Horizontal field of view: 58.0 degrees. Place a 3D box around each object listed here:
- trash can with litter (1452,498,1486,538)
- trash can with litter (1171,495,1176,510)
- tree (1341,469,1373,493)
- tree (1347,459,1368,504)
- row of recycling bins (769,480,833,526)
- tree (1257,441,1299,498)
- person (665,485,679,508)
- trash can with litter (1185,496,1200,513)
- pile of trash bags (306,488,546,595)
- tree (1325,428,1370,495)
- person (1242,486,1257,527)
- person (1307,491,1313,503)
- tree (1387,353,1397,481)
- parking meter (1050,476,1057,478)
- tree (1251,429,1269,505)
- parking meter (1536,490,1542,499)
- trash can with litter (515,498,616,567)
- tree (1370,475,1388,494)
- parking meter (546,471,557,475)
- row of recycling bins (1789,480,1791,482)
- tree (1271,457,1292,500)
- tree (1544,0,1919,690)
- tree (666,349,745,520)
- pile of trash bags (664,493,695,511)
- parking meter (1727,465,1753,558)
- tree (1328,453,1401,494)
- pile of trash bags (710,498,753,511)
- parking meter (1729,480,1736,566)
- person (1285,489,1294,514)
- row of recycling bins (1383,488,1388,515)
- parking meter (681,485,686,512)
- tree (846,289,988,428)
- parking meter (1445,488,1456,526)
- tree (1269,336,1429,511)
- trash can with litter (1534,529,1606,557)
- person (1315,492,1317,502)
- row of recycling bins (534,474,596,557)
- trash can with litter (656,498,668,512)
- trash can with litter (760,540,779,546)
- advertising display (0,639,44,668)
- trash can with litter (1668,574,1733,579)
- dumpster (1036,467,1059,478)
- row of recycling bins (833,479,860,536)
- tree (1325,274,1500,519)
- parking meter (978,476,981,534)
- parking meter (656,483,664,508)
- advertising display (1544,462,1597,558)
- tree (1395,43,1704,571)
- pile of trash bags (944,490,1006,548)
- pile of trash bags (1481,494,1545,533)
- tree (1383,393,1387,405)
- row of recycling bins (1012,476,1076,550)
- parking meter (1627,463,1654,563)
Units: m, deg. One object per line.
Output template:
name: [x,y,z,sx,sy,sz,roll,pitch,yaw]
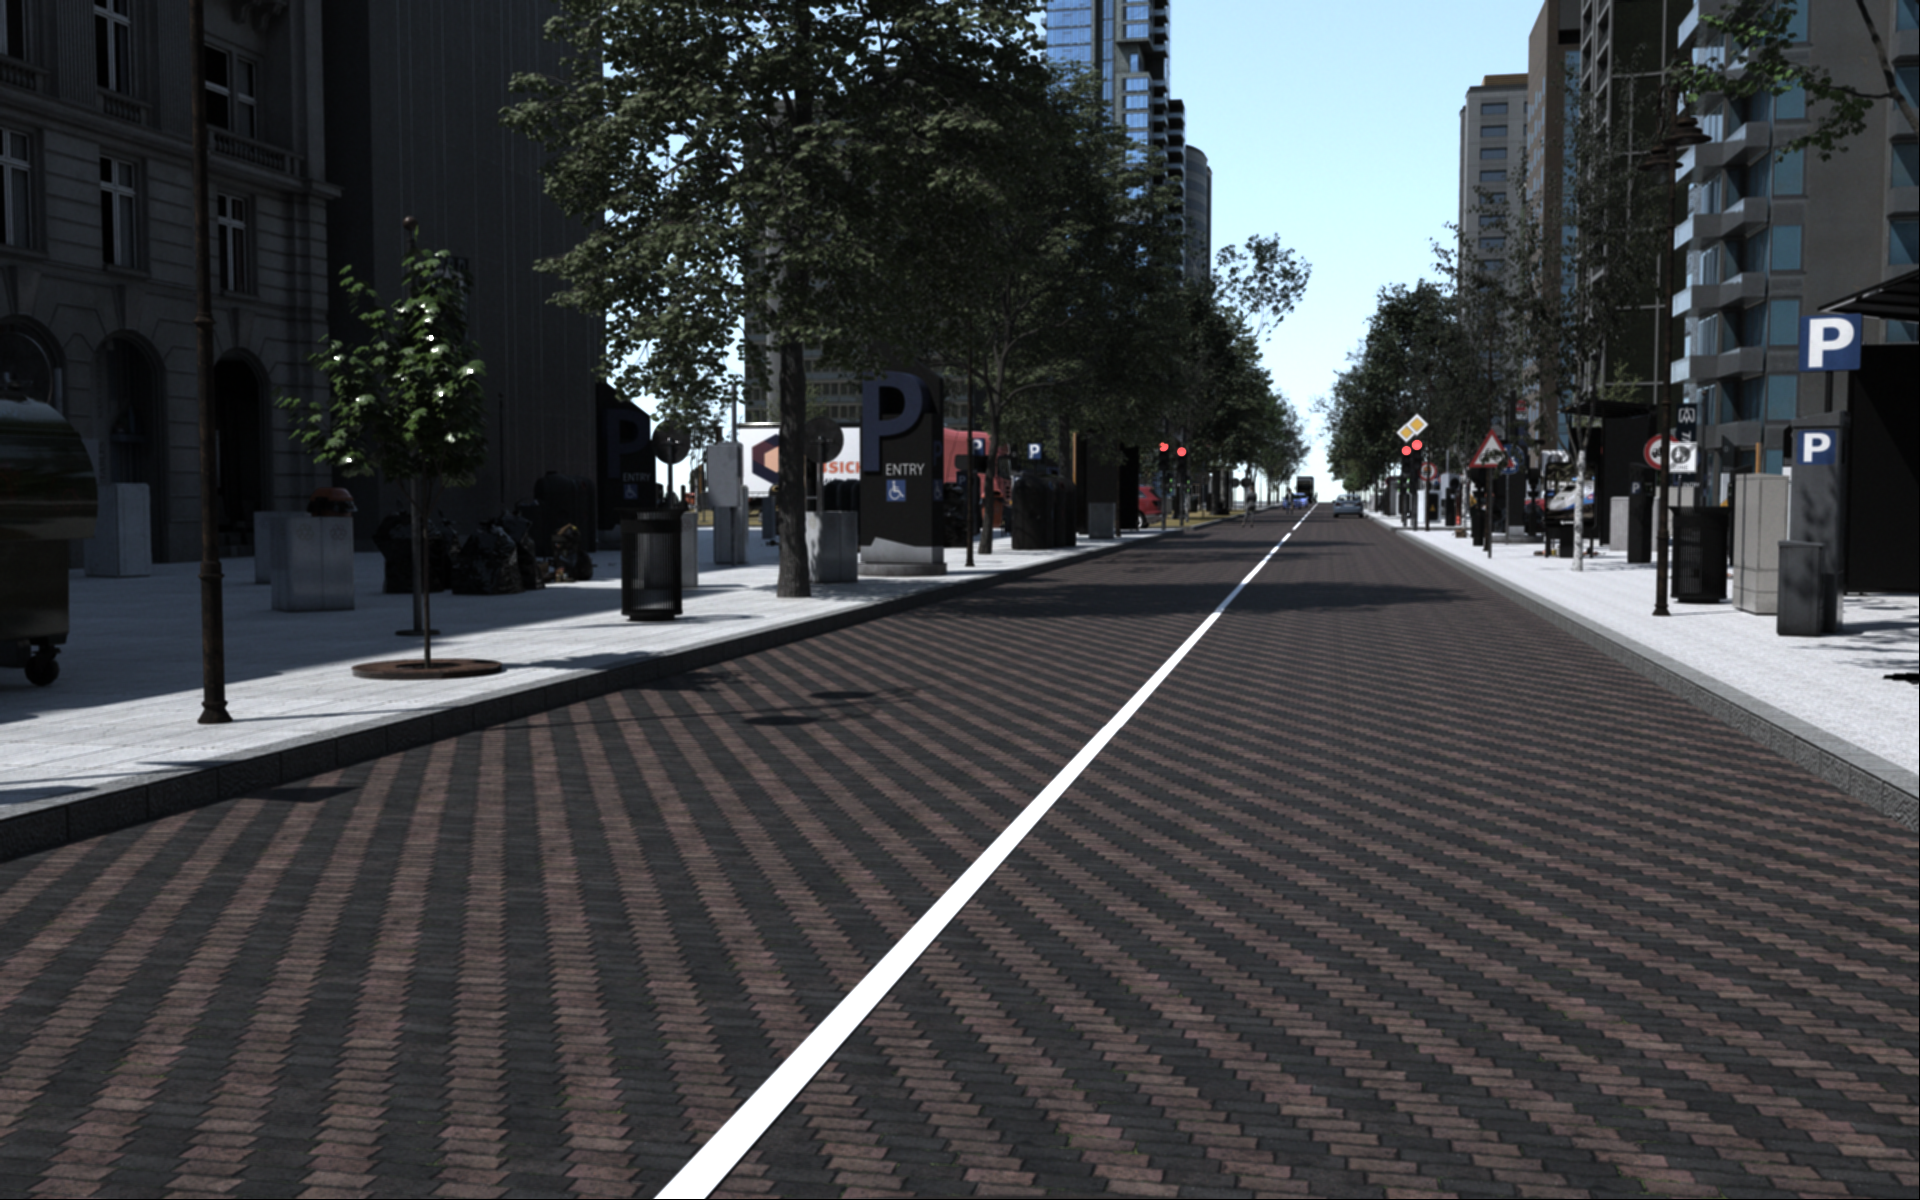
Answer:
trash can with litter: [14.988,-2.411,50.805,1.055,1.170,0.624,2,4,27]
trash can with litter: [16.696,-7.619,135.957,0.624,1.170,1.055,-1,4,-11]
tree: [45.986,-13.136,198.480,4.285,4.588,4.351,0,3,0]
tree: [41.860,-14.031,179.770,4.737,8.622,4.395,0,3,0]
row of recycling bins: [-5.424,-3.305,61.145,3.534,1.692,1.069,3,5,42]
tree: [43.059,-17.616,238.381,4.737,8.622,4.395,0,3,0]
person: [-12.063,-3.875,71.834,0.794,1.824,0.713,-2,4,-27]
trash can with litter: [16.126,-6.650,120.107,1.055,1.170,0.624,-3,5,-42]
pile of trash bags: [-7.241,-0.821,23.180,3.447,1.369,1.912,1,4,18]
tree: [51.456,-18.828,225.956,7.486,12.596,7.792,0,3,0]
person: [12.537,-4.051,75.014,0.520,1.790,0.573,-2,4,-28]
person: [53.280,-15.649,263.999,1.348,1.869,0.705,-1,4,-13]
tree: [15.442,-6.216,51.988,4.360,8.622,3.978,0,3,0]
parking meter: [3.106,-3.148,57.188,0.255,1.863,0.399,1,4,14]
tree: [35.021,-17.423,195.230,12.009,13.543,11.850,0,3,0]
parking meter: [39.706,-6.748,118.735,0.372,1.533,0.369,0,3,0]
trash can with litter: [-7.266,-1.204,30.735,2.233,1.210,1.678,0,4,2]
tree: [35.167,-9.129,143.862,1.663,3.219,1.824,0,3,0]
parking meter: [-10.477,-2.369,44.447,0.255,1.863,0.399,-1,4,-17]
row of recycling bins: [20.680,-2.183,42.809,1.069,1.692,3.534,-2,4,-33]
tree: [50.781,-19.896,275.654,4.360,8.622,3.978,0,3,0]
tree: [6.779,-5.222,11.140,9.928,11.665,9.643,0,3,0]
tree: [-12.979,-8.329,86.540,4.360,8.622,3.978,0,3,0]
pile of trash bags: [-23.309,-7.963,139.947,3.447,1.369,1.912,1,4,10]
parking meter: [15.494,-1.757,34.436,0.399,1.863,0.255,0,4,4]
tree: [40.163,-14.164,165.994,8.767,10.594,7.601,3,5,41]
pile of trash bags: [-17.872,-7.674,135.219,3.447,1.369,1.912,0,4,5]
parking meter: [13.934,-1.373,30.865,0.372,1.533,0.369,0,3,0]
person: [23.304,-6.950,122.113,0.794,1.824,0.713,3,4,36]
row of recycling bins: [26.274,-6.011,105.391,1.069,1.692,3.534,1,4,13]
parking meter: [-17.890,-6.500,111.983,0.255,1.863,0.399,0,4,-2]
tree: [-1.583,-6.552,57.484,4.360,8.622,3.978,0,3,0]
parking meter: [19.458,-3.687,68.700,0.372,1.533,0.369,0,3,0]
tree: [31.035,-13.382,129.158,12.009,13.543,11.850,0,3,0]
trash can with litter: [12.867,-1.544,36.302,2.233,1.210,1.678,-2,4,-34]
person: [61.194,-17.682,297.611,0.705,1.823,1.348,0,4,2]
row of recycling bins: [-8.400,-1.813,36.754,1.069,1.692,3.534,0,4,-4]
trash can with litter: [-14.713,-4.343,82.073,1.678,1.210,2.233,-3,5,-44]
trash can with litter: [-4.416,-1.999,43.741,1.678,1.210,2.233,2,4,29]
advertising display: [-7.062,-0.466,12.825,0.974,1.923,0.123,2,4,31]
trash can with litter: [11.899,-0.935,26.349,2.233,1.210,1.678,1,4,13]
dumpster: [3.156,-3.673,62.548,1.502,2.255,1.985,1,4,12]
row of recycling bins: [-1.958,-2.663,50.648,3.534,1.692,1.069,3,4,38]
tree: [23.830,-10.619,90.630,9.611,12.733,9.660,0,3,0]
parking meter: [0.513,-3.080,56.072,0.255,1.863,0.399,1,4,10]
parking meter: [-15.813,-5.225,91.147,0.255,1.863,0.399,3,5,40]
advertising display: [12.237,-1.806,34.735,0.974,1.923,0.123,2,4,25]
tree: [10.211,-4.798,28.807,4.360,8.622,3.978,0,3,0]
pile of trash bags: [-0.401,-1.973,42.014,3.447,1.369,1.912,-2,4,-33]
pile of trash bags: [18.257,-2.959,58.128,1.912,1.369,3.447,0,4,-8]
tree: [22.202,-8.073,82.357,4.360,8.622,3.978,0,3,0]
row of recycling bins: [1.987,-2.093,41.331,1.069,1.692,3.534,1,4,18]
parking meter: [12.629,-1.616,32.126,0.255,1.863,0.399,-2,4,-26]
